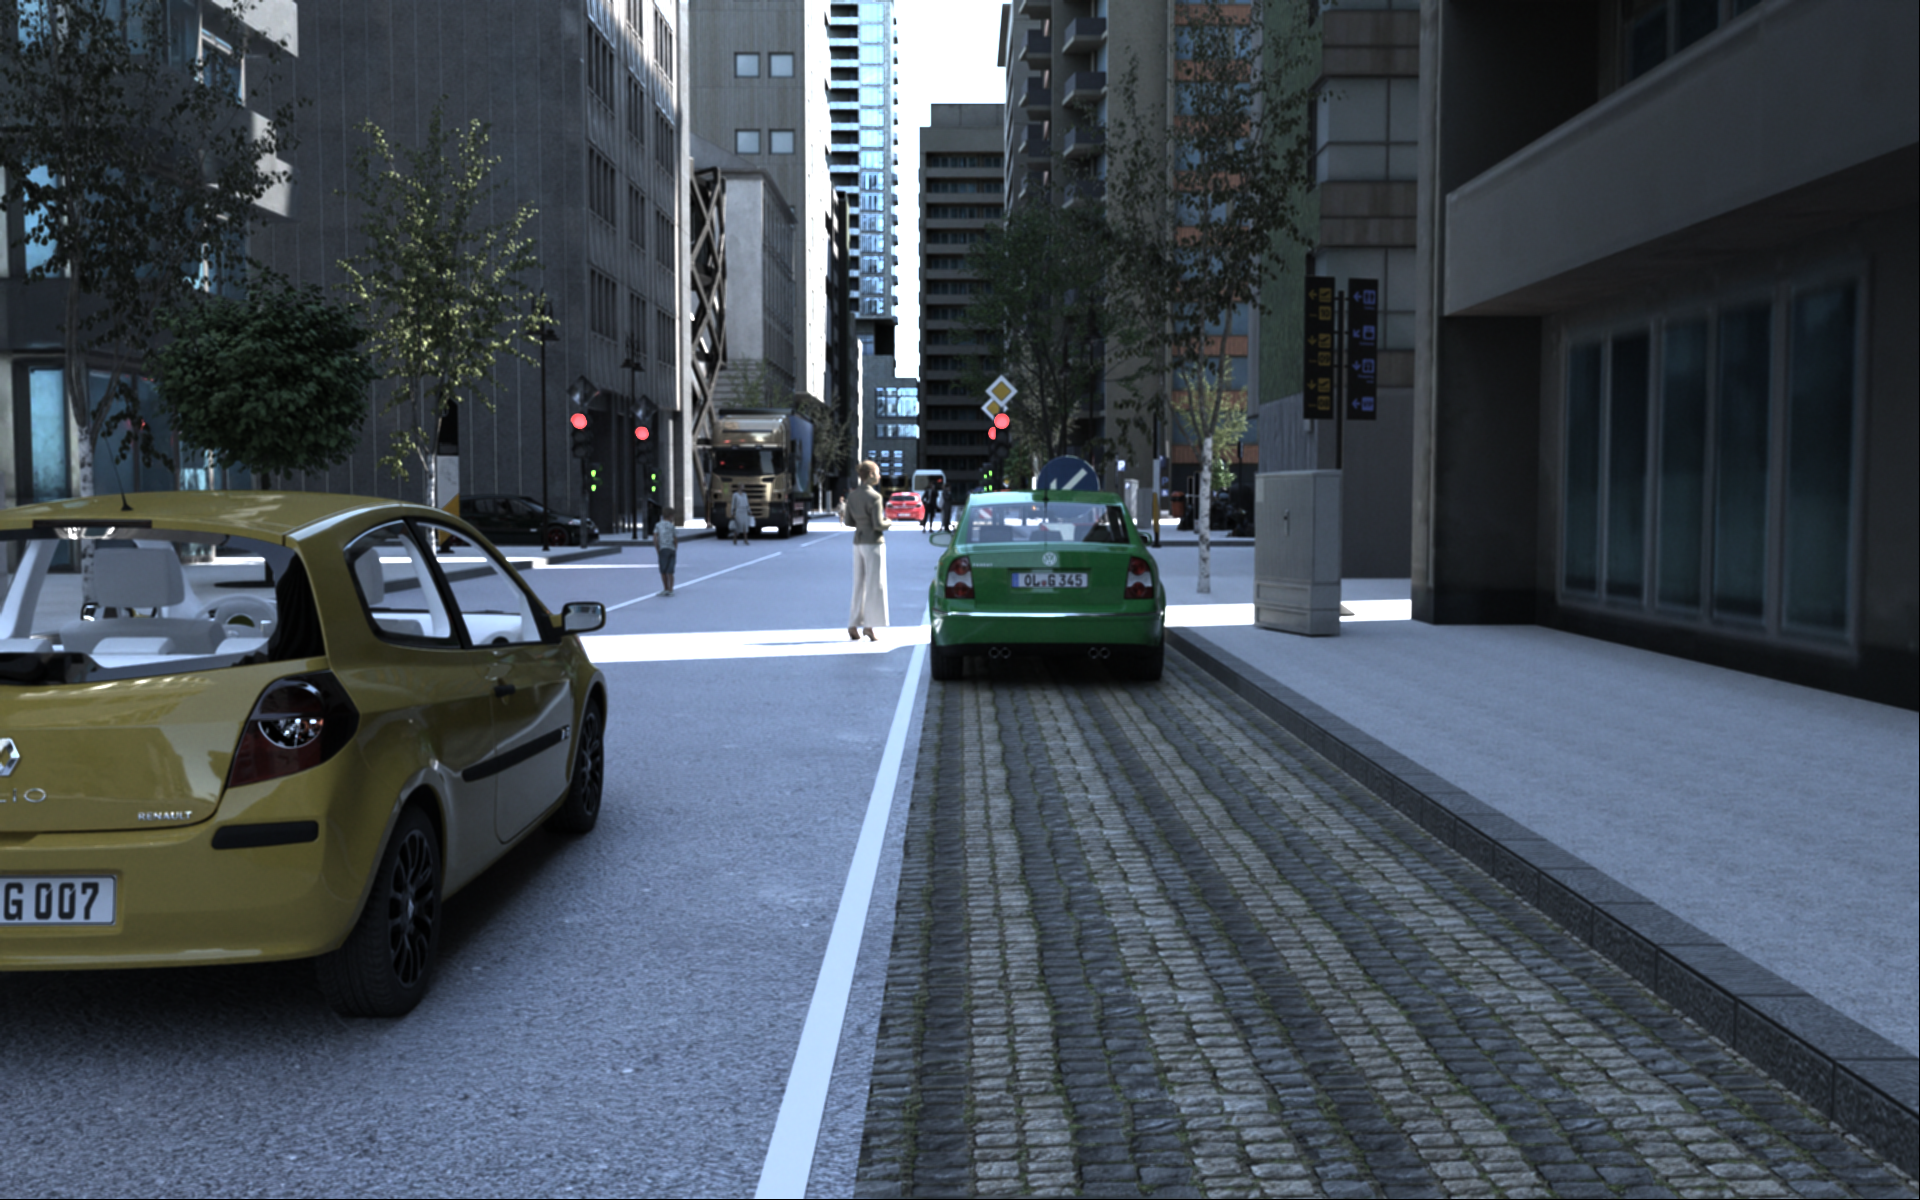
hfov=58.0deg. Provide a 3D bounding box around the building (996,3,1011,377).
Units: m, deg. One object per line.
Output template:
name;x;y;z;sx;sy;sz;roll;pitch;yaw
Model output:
building;18.473;-36.410;184.535;28.713;52.752;27.495;0;3;0

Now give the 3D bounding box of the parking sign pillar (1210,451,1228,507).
parking sign pillar;13.861;-6.458;94.055;1.447;3.967;1.447;-1;4;-11

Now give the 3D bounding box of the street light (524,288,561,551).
street light;-9.371;-4.051;39.016;0.468;5.910;1.993;0;3;0

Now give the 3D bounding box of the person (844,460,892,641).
person;-0.865;-0.478;16.868;0.362;1.759;0.519;-3;5;-44

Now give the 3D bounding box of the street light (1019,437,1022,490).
street light;3.032;-6.982;86.949;0.468;5.910;1.993;0;3;0

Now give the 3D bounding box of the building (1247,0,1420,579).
building;12.418;-21.302;31.876;14.154;41.232;14.086;0;3;0

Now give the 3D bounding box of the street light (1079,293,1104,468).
street light;3.029;-4.109;39.964;0.468;5.910;1.993;0;3;0

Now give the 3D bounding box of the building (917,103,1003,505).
building;5.569;-36.348;217.987;21.600;48.544;21.300;0;3;0

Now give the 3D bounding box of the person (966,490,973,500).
person;0.943;-8.370;145.904;0.990;1.755;0.434;-1;4;-16

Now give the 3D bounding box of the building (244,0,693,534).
building;-16.699;-14.722;58.733;12.078;24.808;19.932;0;3;0

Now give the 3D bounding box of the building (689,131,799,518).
building;-15.142;-15.428;101.406;9.793;20.994;18.267;0;3;0

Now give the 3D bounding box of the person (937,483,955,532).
person;-0.515;-3.493;65.494;0.818;1.842;0.514;-1;4;-19

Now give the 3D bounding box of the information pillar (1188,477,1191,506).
information pillar;9.852;-4.211;73.338;0.304;2.012;0.304;-3;5;-44

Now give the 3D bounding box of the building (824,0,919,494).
building;-20.731;-55.359;217.796;31.000;86.520;22.319;0;3;0

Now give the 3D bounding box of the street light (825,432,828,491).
street light;-9.380;-9.155;122.474;0.468;5.910;1.993;0;3;0

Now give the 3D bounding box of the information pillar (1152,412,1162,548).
information pillar;4.702;-3.061;41.409;0.183;3.616;0.504;1;4;15

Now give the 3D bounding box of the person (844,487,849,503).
person;-6.703;-5.700;101.677;0.713;1.824;0.794;1;4;21

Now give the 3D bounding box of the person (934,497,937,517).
person;-1.748;-6.058;107.722;0.661;1.801;0.590;3;5;40

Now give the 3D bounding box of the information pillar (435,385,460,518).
information pillar;-11.094;-2.820;37.465;0.504;3.616;0.183;-3;5;-43

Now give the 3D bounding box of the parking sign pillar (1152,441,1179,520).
parking sign pillar;10.309;-6.044;87.293;1.447;3.967;1.447;0;4;5

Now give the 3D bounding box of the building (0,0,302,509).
building;-27.990;-24.888;26.527;30.456;49.044;23.786;0;3;0

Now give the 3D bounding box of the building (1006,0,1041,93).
building;15.193;-32.811;160.162;21.300;48.544;21.600;0;3;0

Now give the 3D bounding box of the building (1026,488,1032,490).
building;21.157;-27.237;137.206;32.217;40.220;23.993;0;3;0

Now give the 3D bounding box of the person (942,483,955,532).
person;-0.401;-3.424;64.294;0.447;1.846;0.655;1;4;20

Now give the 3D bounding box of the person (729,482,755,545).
person;-6.172;-2.450;48.916;0.694;1.780;0.624;-1;4;-21

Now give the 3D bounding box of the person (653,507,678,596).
person;-4.147;-0.684;24.373;0.332;1.250;0.352;1;4;13

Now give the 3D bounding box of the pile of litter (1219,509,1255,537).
pile of litter;8.540;-2.306;51.674;1.176;0.858;1.719;-2;4;-30

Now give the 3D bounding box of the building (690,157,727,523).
building;-19.130;-12.853;77.595;16.820;18.784;16.811;0;3;0

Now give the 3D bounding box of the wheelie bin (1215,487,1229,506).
wheelie bin;11.137;-3.989;73.132;0.693;1.594;0.980;-1;4;-17

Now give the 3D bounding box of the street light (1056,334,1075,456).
street light;3.057;-4.744;50.357;0.468;5.910;1.993;0;3;0

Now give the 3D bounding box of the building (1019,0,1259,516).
building;14.958;-27.772;108.691;22.147;44.769;28.867;0;3;0

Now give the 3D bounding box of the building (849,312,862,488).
building;-25.698;-20.811;185.306;28.899;21.520;27.650;0;3;0

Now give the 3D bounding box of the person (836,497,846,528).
person;-5.040;-3.752;74.118;0.475;1.303;0.640;-1;4;-21

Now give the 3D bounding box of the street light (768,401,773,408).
street light;-9.371;-6.912;85.804;0.468;5.910;1.993;0;3;0

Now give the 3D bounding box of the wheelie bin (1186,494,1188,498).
wheelie bin;11.217;-4.564;82.531;0.980;1.594;0.693;2;4;25

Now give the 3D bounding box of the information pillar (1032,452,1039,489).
information pillar;3.728;-5.784;85.930;0.183;3.616;0.504;2;4;35

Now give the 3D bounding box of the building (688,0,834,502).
building;-24.417;-33.491;136.813;28.713;52.752;27.495;0;3;0

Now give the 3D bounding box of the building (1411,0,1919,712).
building;15.288;-23.373;5.859;21.300;48.544;21.600;0;3;0

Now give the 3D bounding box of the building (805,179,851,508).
building;-17.478;-23.643;158.256;14.160;30.474;14.107;0;3;0

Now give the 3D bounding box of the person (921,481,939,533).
person;-1.098;-3.459;64.423;0.648;1.900;0.474;-1;4;-14

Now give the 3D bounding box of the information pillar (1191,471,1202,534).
information pillar;7.767;-3.146;55.936;0.304;2.012;0.304;-2;4;-30

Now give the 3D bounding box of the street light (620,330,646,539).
street light;-9.228;-4.659;48.961;0.468;5.910;1.993;0;3;0
